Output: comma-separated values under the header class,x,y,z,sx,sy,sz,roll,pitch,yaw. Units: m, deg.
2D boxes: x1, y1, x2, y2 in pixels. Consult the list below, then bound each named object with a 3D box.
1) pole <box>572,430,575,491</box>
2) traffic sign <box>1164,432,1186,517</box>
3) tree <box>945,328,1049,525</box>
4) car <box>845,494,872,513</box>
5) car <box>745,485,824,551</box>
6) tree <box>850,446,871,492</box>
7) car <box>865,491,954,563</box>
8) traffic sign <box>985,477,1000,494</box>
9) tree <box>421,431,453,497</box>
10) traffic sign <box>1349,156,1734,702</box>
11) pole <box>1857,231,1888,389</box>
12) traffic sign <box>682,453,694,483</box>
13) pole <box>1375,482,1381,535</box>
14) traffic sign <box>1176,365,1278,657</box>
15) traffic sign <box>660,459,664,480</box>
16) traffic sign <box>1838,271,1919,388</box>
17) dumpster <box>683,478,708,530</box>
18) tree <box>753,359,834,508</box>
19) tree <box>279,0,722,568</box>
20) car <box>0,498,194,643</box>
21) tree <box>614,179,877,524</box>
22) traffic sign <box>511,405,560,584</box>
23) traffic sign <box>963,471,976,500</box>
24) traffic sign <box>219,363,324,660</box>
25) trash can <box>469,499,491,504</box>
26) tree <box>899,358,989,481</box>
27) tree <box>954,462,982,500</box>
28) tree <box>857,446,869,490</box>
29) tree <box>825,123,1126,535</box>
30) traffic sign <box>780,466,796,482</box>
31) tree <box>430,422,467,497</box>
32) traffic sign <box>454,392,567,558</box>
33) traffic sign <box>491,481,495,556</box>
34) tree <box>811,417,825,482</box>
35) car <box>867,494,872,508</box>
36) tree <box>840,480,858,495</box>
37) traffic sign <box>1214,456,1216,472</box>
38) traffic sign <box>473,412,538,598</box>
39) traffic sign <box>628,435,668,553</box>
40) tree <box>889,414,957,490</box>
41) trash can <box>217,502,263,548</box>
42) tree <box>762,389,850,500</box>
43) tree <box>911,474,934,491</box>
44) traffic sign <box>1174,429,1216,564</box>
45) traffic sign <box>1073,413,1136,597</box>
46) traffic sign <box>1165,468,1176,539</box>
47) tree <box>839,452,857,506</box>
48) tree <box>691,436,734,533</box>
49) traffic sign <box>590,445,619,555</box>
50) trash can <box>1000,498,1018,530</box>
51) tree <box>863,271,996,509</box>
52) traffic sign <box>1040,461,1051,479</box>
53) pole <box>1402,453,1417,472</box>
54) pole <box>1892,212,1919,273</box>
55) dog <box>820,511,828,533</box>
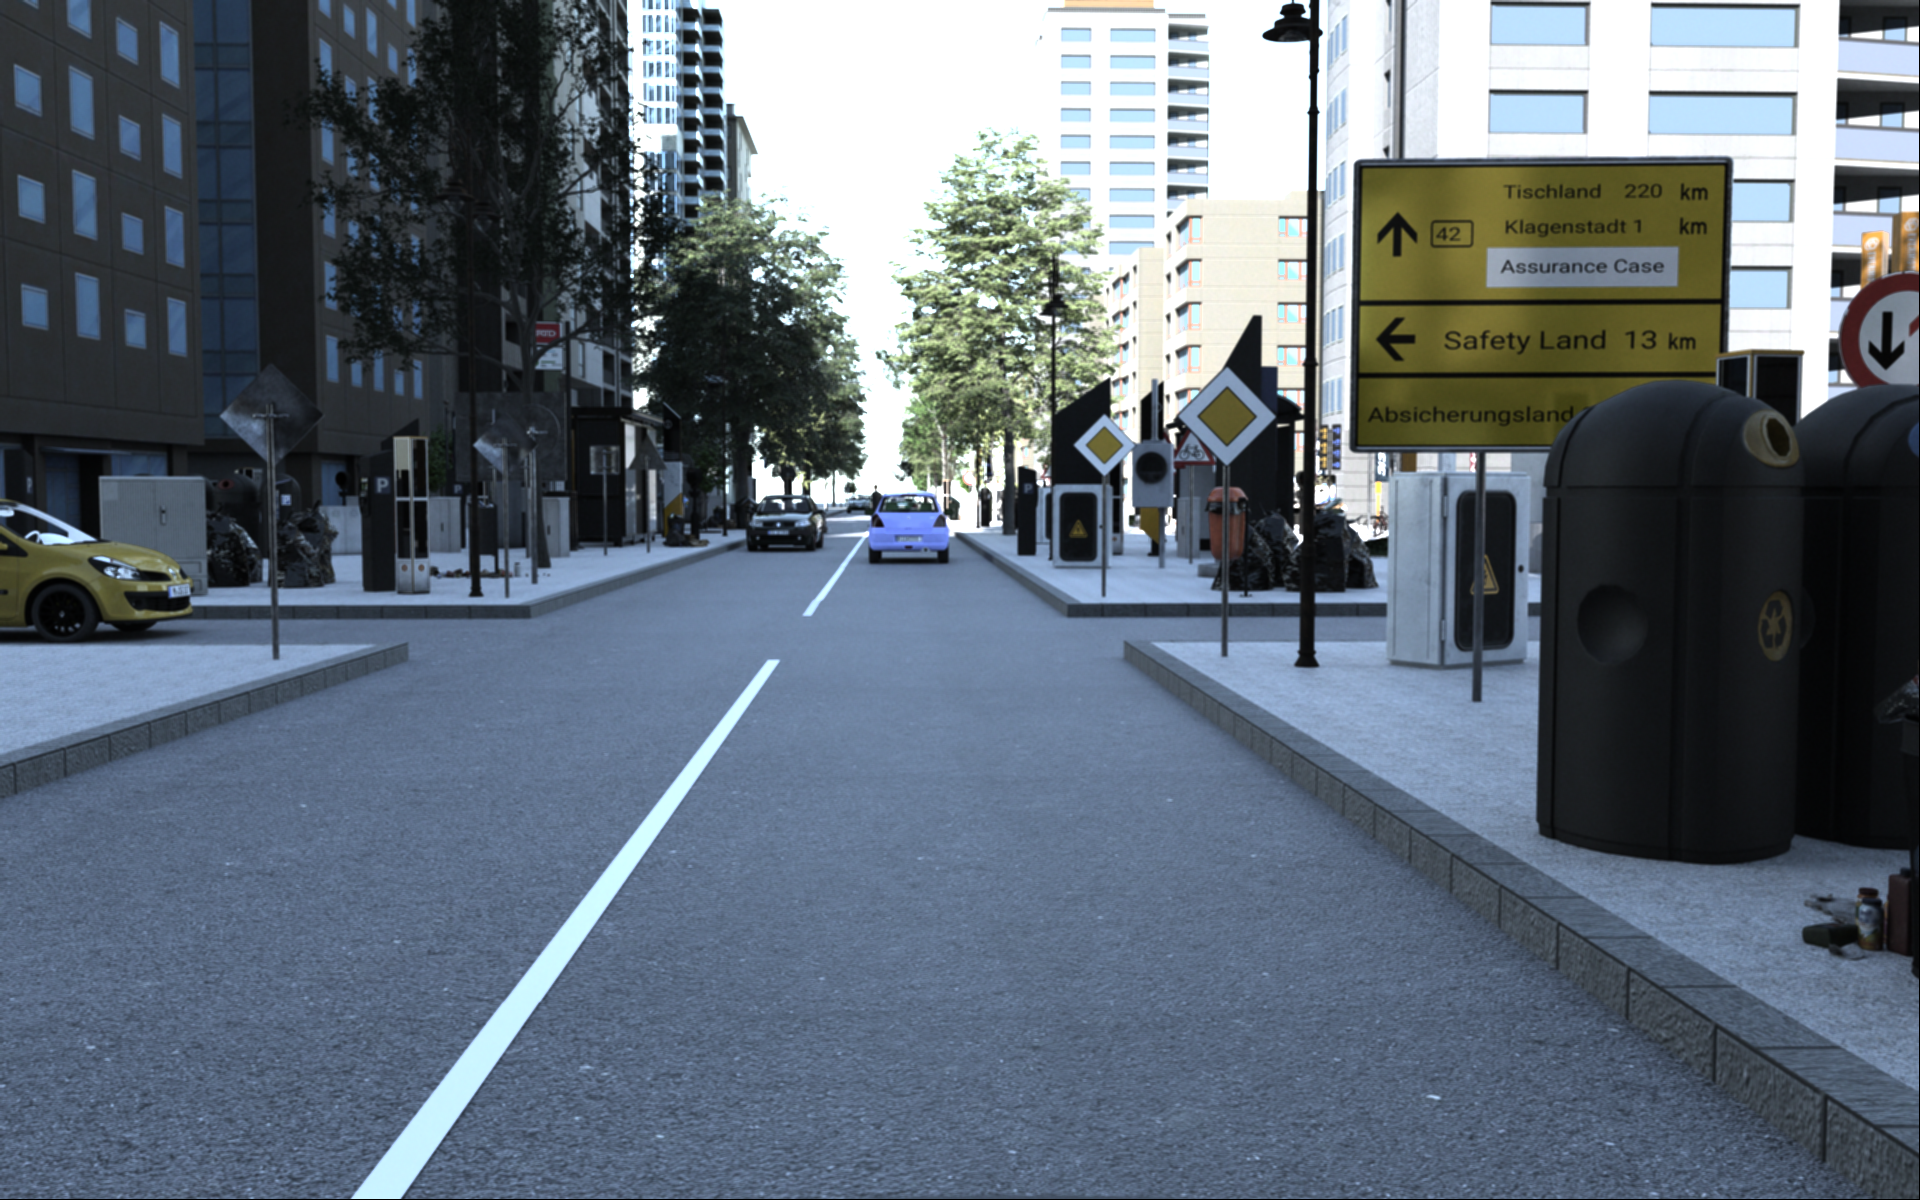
class,x,y,z,sx,sy,sz,roll,pitch,yaw
pole,-10.749,-3.311,47.975,0.158,3.312,0.155,0,3,0
traffic sign,4.262,-2.212,36.167,0.884,2.594,0.081,0,4,4
tree,1.664,-7.412,71.545,4.737,8.622,4.395,0,3,0
car,-7.618,-7.290,130.986,2.131,1.459,4.920,0,4,-2
car,-4.499,-2.142,44.814,2.009,1.686,4.222,0,4,0
tree,-12.321,-14.911,194.153,4.360,8.622,3.978,0,3,0
car,-1.092,-1.688,37.197,1.945,1.707,3.694,0,4,-2
traffic sign,1.681,-5.571,91.094,0.884,2.594,0.081,0,4,7
tree,-16.358,-3.571,52.988,1.663,3.219,1.824,0,3,0
traffic sign,3.521,-1.023,10.595,2.265,3.308,0.079,0,4,2
pole,7.139,-1.209,13.603,0.158,3.312,0.155,0,3,0
traffic sign,-8.686,-3.304,54.134,0.768,2.556,0.104,0,4,6
pole,13.150,-3.706,54.431,0.158,3.312,0.155,0,3,0
traffic sign,2.087,-0.610,13.622,0.795,2.450,0.064,0,4,-2
traffic sign,-8.420,-2.945,50.281,0.606,2.300,0.079,0,4,7
traffic sign,5.414,-0.605,10.006,0.768,2.556,0.104,0,4,1
dumpster,-9.756,-3.457,62.282,1.264,1.857,1.865,0,4,-2
tree,-9.442,-8.737,93.204,4.737,8.622,4.395,0,3,0
tree,-7.604,-5.833,29.790,7.601,10.594,8.767,0,4,-4
car,-9.828,-0.436,17.355,3.980,1.641,2.015,0,4,-2
tree,-9.003,-10.006,70.248,9.857,13.997,8.962,0,3,0
traffic sign,-6.087,-1.504,24.705,0.768,2.556,0.104,0,4,5
traffic sign,0.557,-5.853,95.804,0.768,2.556,0.104,0,4,6
traffic sign,-5.303,-0.595,13.373,0.795,2.450,0.064,0,4,-2
trash can,-13.919,-2.377,50.517,0.748,1.137,0.748,0,3,0
tree,-0.615,-12.220,125.556,9.928,11.665,9.643,0,3,0
tree,0.634,-6.616,102.767,1.663,3.219,1.824,0,3,0
tree,-12.220,-14.454,186.677,4.737,8.622,4.395,0,3,0
tree,1.133,-8.315,54.084,7.486,12.596,7.792,0,3,0
traffic sign,-7.834,-4.818,78.886,0.768,2.556,0.104,0,4,5
tree,-23.482,-5.772,78.090,4.285,4.588,4.351,0,3,0
traffic sign,-8.972,-2.489,34.576,2.265,3.308,0.079,0,4,5
traffic sign,-9.609,-2.179,35.625,0.884,2.594,0.081,0,4,3
tree,-12.358,-15.624,173.580,7.486,12.596,7.792,0,3,0
car,-8.828,-9.348,162.618,2.009,1.686,4.222,0,4,-4
tree,-14.840,-14.421,230.389,1.663,3.219,1.824,0,3,0
traffic sign,5.200,-1.922,33.561,0.606,2.300,0.079,0,4,1
traffic sign,-5.595,-1.083,21.352,0.795,2.450,0.064,0,4,-2
traffic sign,-6.823,-2.315,37.861,0.884,2.594,0.081,0,4,7
tree,-4.560,-19.239,231.561,9.611,12.733,9.660,0,3,0
trash can,-12.617,-1.145,30.378,0.748,1.137,0.748,0,3,0
tree,-9.678,-9.394,103.951,4.360,8.622,3.978,0,3,0
tree,-4.684,-14.356,218.428,4.285,4.588,4.351,0,3,0
traffic sign,4.238,-1.941,31.738,0.884,2.594,0.081,0,4,2
traffic sign,1.795,-1.098,21.602,0.795,2.450,0.064,0,4,-2
traffic sign,5.653,-2.924,47.816,0.884,2.594,0.081,0,4,1
tree,-12.348,-12.552,155.592,4.737,8.622,4.395,0,3,0
tree,-8.277,-3.839,57.362,1.663,3.219,1.824,0,3,0
traffic sign,-7.428,-2.086,36.240,0.606,2.300,0.079,0,4,-1
trash can,1.815,-3.085,62.090,0.748,1.137,0.748,0,3,0
tree,-2.262,-17.976,149.803,12.611,20.169,13.585,0,3,0
traffic sign,3.236,-3.692,60.366,0.884,2.594,0.081,0,3,0
pole,6.731,-1.963,25.941,0.158,3.312,0.155,0,3,0
pole,6.873,-1.151,12.655,0.158,3.312,0.155,0,3,0
dog,-5.121,-2.860,63.595,0.513,0.831,0.800,2,4,30
